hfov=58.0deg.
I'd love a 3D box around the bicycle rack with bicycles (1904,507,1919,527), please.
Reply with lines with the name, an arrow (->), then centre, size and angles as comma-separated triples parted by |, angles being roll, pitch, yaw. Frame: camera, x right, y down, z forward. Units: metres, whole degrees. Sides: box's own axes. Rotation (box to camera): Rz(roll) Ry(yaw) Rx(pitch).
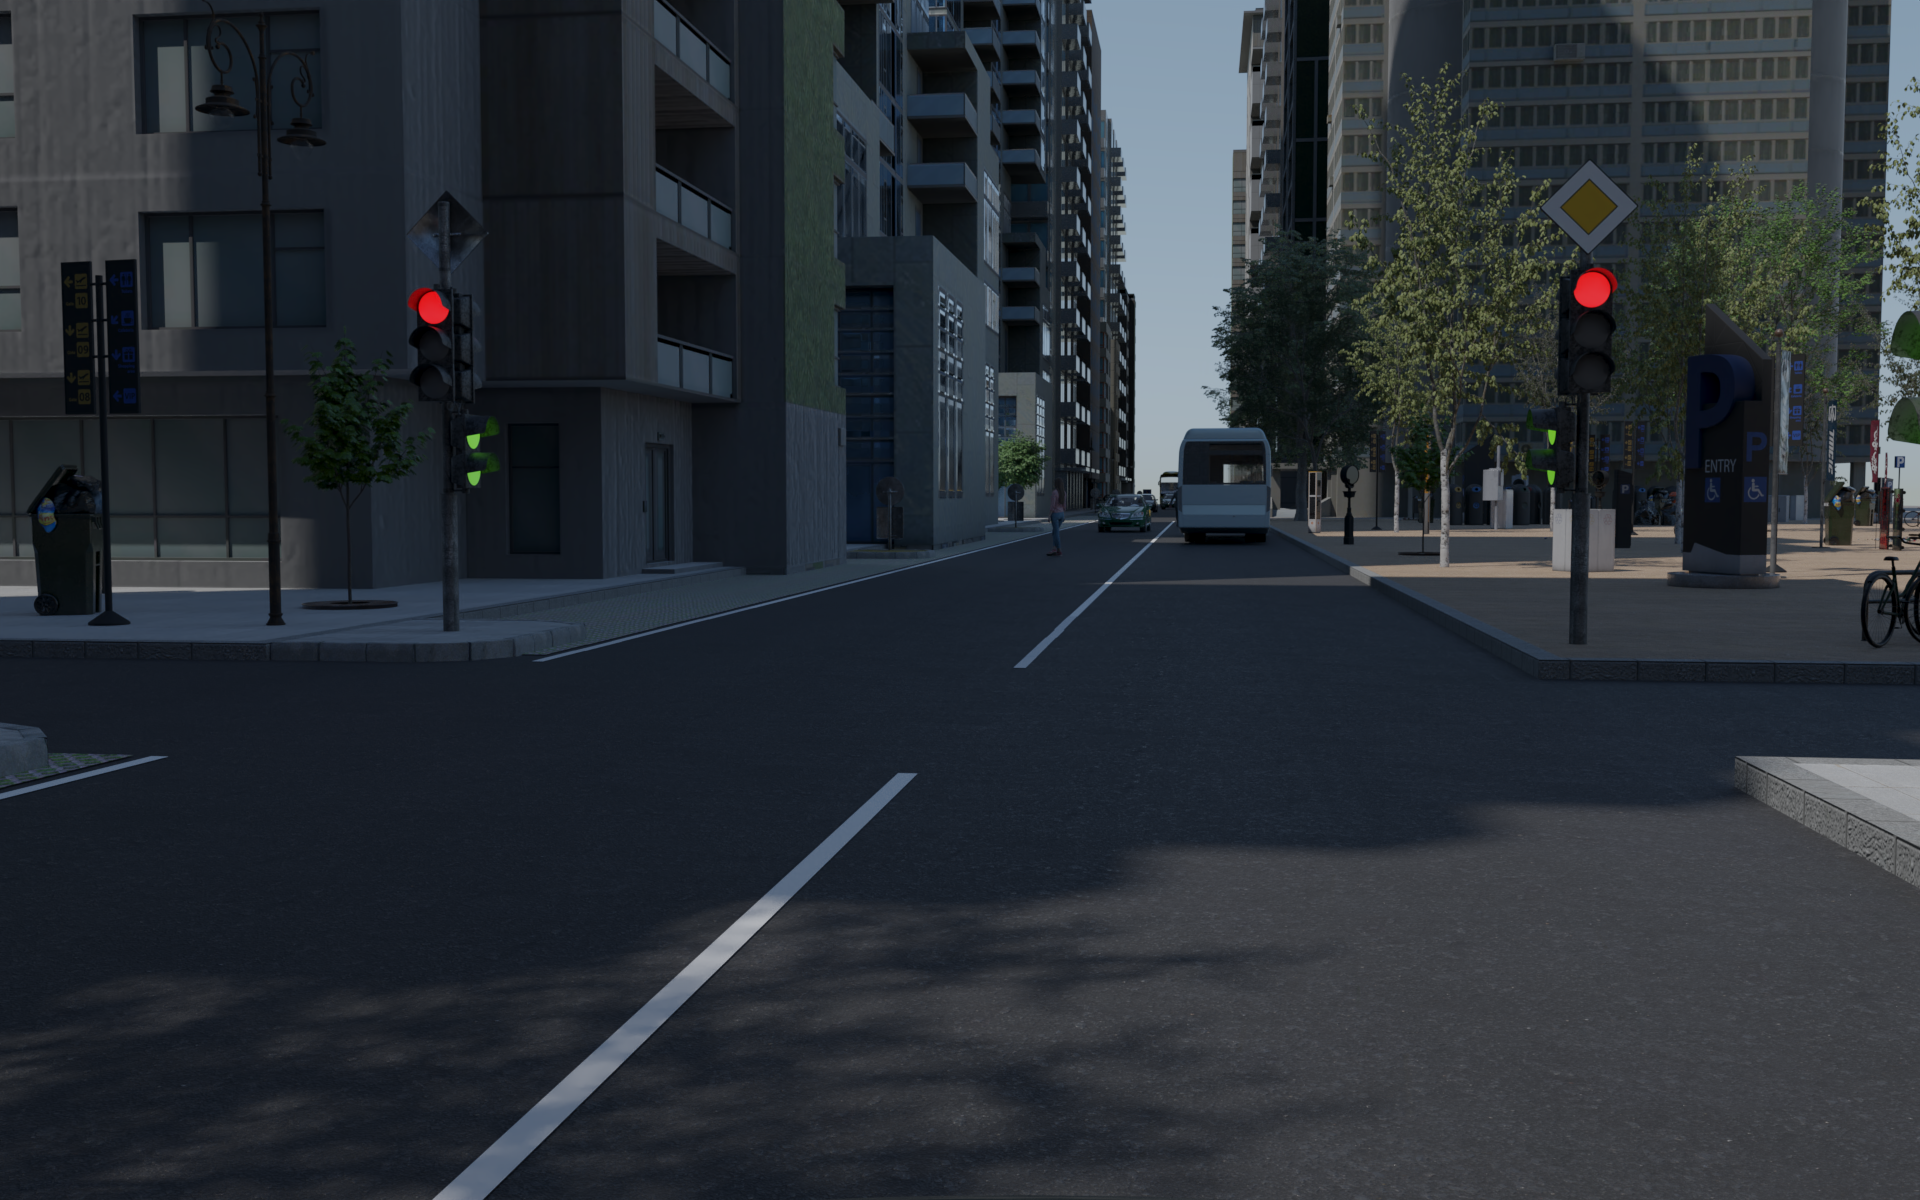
bicycle rack with bicycles -> 38.701, -3.317, 67.610 | 2.925, 0.926, 2.852 | 3, 4, 38

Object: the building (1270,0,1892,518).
building -> 33.974, -24.904, 99.057 | 32.217, 40.220, 23.993 | 0, 4, 8

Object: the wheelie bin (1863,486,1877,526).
wheelie bin -> 36.232, -3.755, 69.301 | 0.980, 1.594, 0.693 | -3, 5, -42

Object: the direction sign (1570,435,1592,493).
direction sign -> 22.005, -4.282, 62.000 | 0.379, 3.537, 0.876 | -2, 4, -34

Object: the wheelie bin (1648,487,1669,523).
wheelie bin -> 31.033, -4.218, 76.869 | 0.980, 1.594, 0.693 | -2, 4, -30

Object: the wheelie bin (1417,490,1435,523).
wheelie bin -> 20.632, -4.201, 76.587 | 0.693, 1.594, 0.980 | 0, 4, -2

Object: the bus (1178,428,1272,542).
bus -> 8.449, -3.664, 54.770 | 2.948, 3.499, 13.247 | 1, 4, 9

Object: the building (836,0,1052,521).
building -> -4.914, -48.538, 106.270 | 22.319, 86.520, 31.000 | 0, 4, 8

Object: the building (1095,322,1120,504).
building -> 2.964, -21.099, 190.005 | 27.650, 21.520, 28.899 | 0, 4, 8

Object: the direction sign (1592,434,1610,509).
direction sign -> 24.247, -4.522, 65.939 | 0.876, 3.537, 0.379 | 1, 4, 22

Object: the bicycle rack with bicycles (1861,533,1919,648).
bicycle rack with bicycles -> 8.818, -0.075, 14.616 | 2.925, 0.926, 2.852 | -1, 4, -17

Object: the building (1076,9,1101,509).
building -> 5.612, -31.166, 159.676 | 14.600, 45.320, 14.200 | 0, 4, 8

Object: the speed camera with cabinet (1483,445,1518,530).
speed camera with cabinet -> 19.549, -4.195, 62.922 | 0.660, 3.252, 2.038 | 2, 4, 32

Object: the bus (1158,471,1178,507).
bus -> 22.955, -12.029, 188.224 | 2.896, 3.916, 12.252 | 0, 4, 6

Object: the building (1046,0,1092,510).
building -> -1.201, -31.707, 138.011 | 23.786, 49.044, 30.456 | 0, 4, 8

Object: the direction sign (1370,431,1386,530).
direction sign -> 14.960, -4.287, 62.093 | 0.876, 3.537, 0.379 | -3, 5, -40

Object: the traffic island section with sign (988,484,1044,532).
traffic island section with sign -> 2.141, -3.485, 65.612 | 1.989, 1.847, 2.006 | 0, 4, 8

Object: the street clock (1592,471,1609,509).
street clock -> 19.725, -2.985, 53.370 | 0.358, 2.002, 0.471 | -2, 4, -31

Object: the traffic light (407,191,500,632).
traffic light -> -4.745, -1.662, 16.093 | 0.839, 4.253, 0.868 | 0, 4, 8

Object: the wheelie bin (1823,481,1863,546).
wheelie bin -> 21.967, -2.162, 43.249 | 0.693, 1.594, 0.980 | 1, 4, 15

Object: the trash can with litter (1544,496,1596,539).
trash can with litter -> 17.463, -2.330, 49.151 | 1.678, 1.210, 2.233 | 1, 4, 14

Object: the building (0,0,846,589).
building -> -10.227, -21.092, 28.450 | 14.154, 41.232, 14.086 | 0, 4, 8

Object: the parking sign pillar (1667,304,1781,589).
parking sign pillar -> 10.609, -2.171, 23.967 | 1.447, 3.967, 1.447 | -1, 4, -11

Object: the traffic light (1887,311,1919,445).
traffic light -> 4.162, -1.094, 6.802 | 0.839, 4.253, 0.868 | 0, 4, 8

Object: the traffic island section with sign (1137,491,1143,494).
traffic island section with sign -> 24.144, -13.087, 222.600 | 1.989, 1.847, 2.006 | 0, 4, 8

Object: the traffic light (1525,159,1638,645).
traffic light -> 5.271, -1.577, 14.710 | 0.839, 4.253, 0.868 | 0, 4, 8

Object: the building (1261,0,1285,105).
building -> 36.814, -32.232, 146.602 | 23.786, 49.044, 30.456 | 0, 4, 8

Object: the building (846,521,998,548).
building -> -9.572, -45.571, 57.758 | 22.319, 86.520, 31.000 | 0, 4, 8

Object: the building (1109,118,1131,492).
building -> 9.498, -36.657, 218.957 | 23.786, 49.044, 30.456 | 0, 4, 8

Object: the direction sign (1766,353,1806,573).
direction sign -> 13.365, -2.222, 28.327 | 0.379, 3.537, 0.876 | -2, 4, -31

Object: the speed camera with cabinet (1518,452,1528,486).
speed camera with cabinet -> 25.811, -5.364, 82.036 | 2.038, 3.252, 0.660 | 2, 4, 29

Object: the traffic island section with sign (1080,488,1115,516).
traffic island section with sign -> 9.023, -6.491, 114.758 | 1.989, 1.847, 2.006 | 0, 4, 8

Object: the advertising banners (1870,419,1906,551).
advertising banners -> 21.339, -2.673, 39.891 | 0.090, 3.025, 2.074 | 0, 4, 8

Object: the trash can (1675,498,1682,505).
trash can -> 26.625, -3.178, 63.613 | 0.748, 1.137, 0.748 | 0, 3, 0

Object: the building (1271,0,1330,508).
building -> 31.249, -41.756, 120.969 | 20.563, 71.187, 20.611 | 0, 4, 8

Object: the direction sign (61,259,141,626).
direction sign -> -8.355, -1.523, 16.903 | 0.876, 3.537, 0.379 | 1, 4, 16

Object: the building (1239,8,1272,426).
building -> 44.388, -36.457, 185.311 | 28.713, 52.752, 27.495 | 0, 4, 8

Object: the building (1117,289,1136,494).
building -> 17.101, -28.698, 240.919 | 14.160, 30.474, 14.107 | 0, 4, 8

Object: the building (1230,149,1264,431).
building -> 39.485, -32.033, 207.329 | 14.154, 41.232, 14.086 | 0, 4, 8

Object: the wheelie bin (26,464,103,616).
wheelie bin -> -9.523, -0.651, 18.545 | 0.693, 1.594, 0.980 | -1, 4, -14

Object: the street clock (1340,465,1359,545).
street clock -> 9.876, -2.408, 43.945 | 0.471, 2.002, 0.358 | -2, 4, -35

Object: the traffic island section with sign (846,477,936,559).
traffic island section with sign -> -1.602, -1.853, 38.917 | 1.989, 1.847, 2.006 | 0, 4, 8

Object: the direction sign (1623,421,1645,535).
direction sign -> 20.942, -3.784, 53.862 | 0.876, 3.537, 0.379 | -2, 4, -27

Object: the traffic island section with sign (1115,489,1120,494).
traffic island section with sign -> 12.773, -8.126, 141.483 | 1.989, 1.847, 2.006 | 0, 4, 8

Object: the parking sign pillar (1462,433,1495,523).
parking sign pillar -> 23.020, -5.410, 76.925 | 1.447, 3.967, 1.447 | 0, 4, 5
